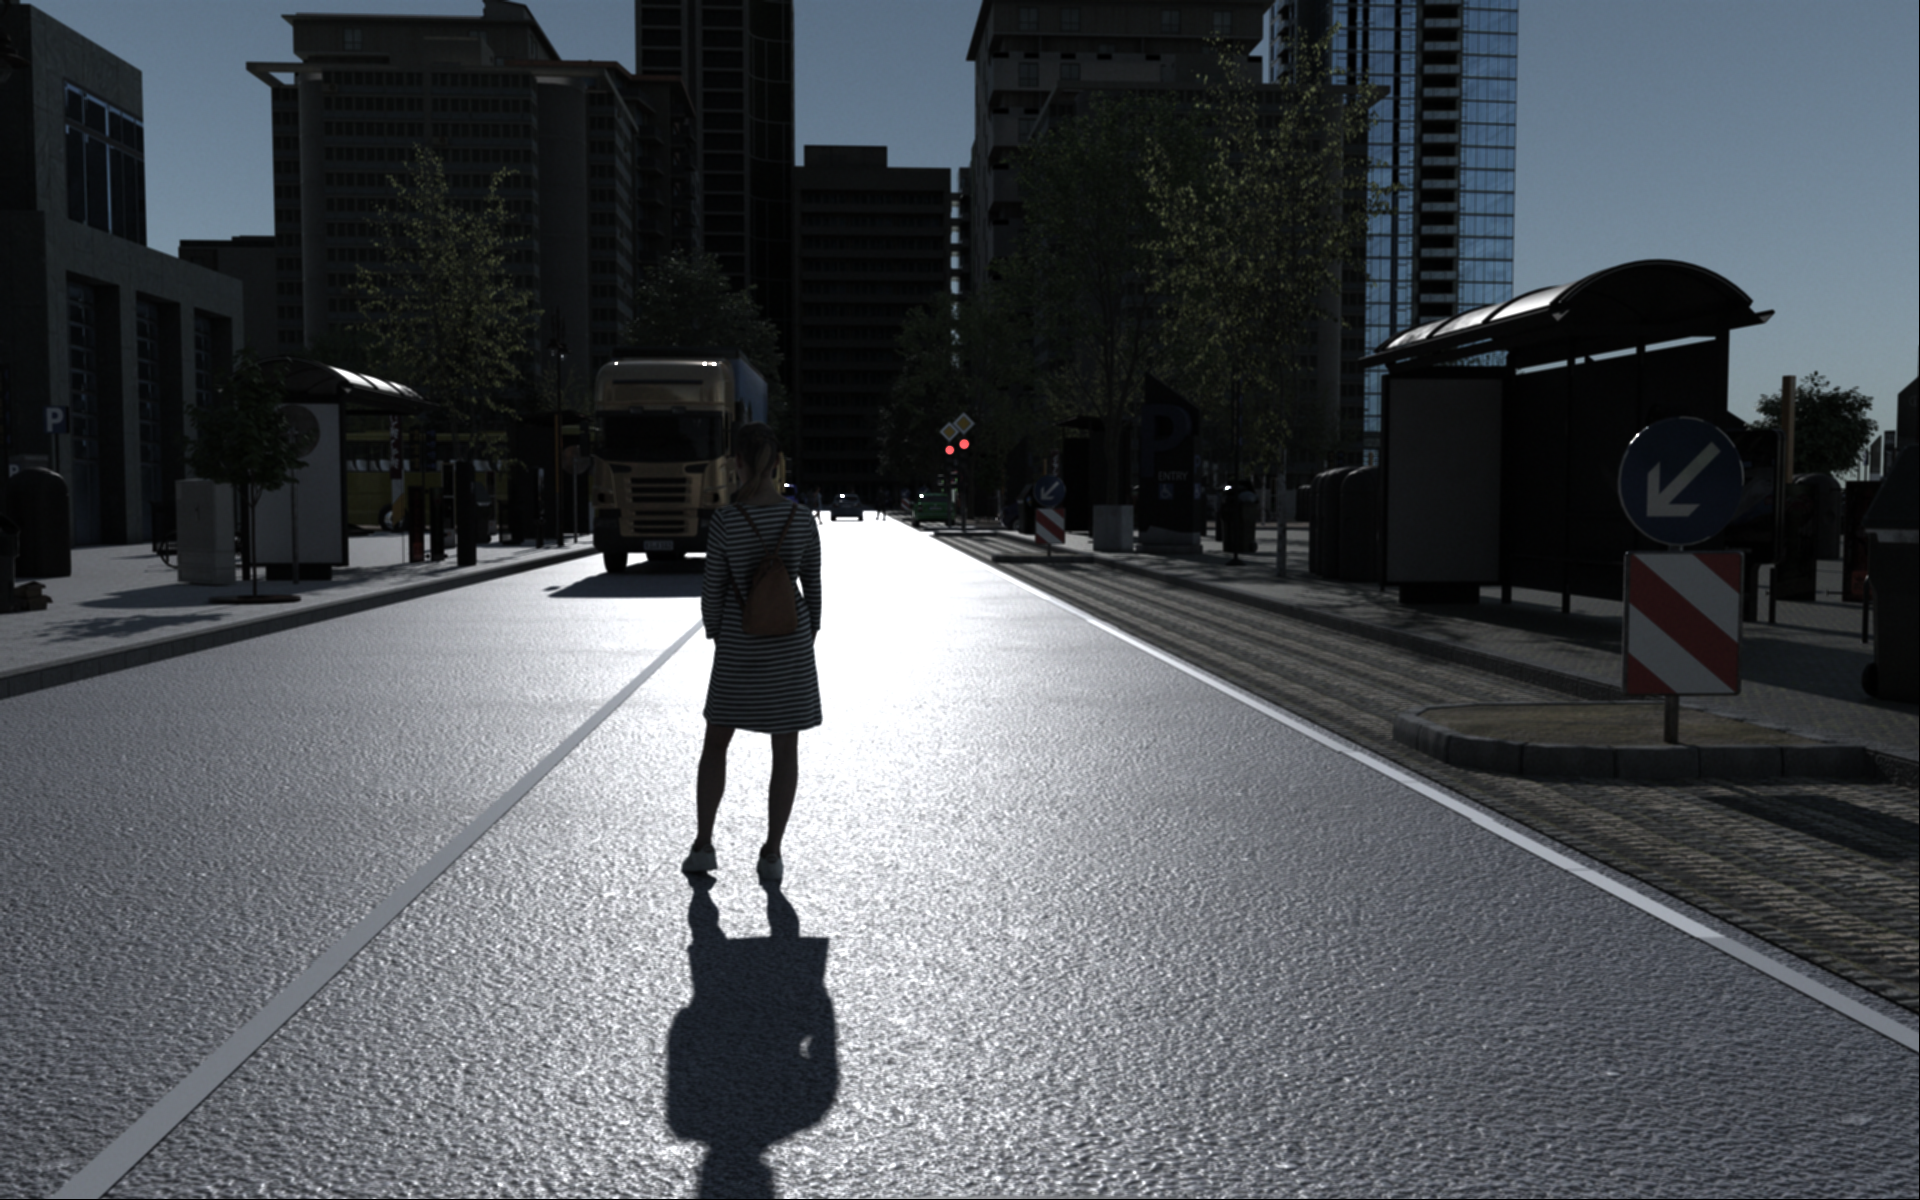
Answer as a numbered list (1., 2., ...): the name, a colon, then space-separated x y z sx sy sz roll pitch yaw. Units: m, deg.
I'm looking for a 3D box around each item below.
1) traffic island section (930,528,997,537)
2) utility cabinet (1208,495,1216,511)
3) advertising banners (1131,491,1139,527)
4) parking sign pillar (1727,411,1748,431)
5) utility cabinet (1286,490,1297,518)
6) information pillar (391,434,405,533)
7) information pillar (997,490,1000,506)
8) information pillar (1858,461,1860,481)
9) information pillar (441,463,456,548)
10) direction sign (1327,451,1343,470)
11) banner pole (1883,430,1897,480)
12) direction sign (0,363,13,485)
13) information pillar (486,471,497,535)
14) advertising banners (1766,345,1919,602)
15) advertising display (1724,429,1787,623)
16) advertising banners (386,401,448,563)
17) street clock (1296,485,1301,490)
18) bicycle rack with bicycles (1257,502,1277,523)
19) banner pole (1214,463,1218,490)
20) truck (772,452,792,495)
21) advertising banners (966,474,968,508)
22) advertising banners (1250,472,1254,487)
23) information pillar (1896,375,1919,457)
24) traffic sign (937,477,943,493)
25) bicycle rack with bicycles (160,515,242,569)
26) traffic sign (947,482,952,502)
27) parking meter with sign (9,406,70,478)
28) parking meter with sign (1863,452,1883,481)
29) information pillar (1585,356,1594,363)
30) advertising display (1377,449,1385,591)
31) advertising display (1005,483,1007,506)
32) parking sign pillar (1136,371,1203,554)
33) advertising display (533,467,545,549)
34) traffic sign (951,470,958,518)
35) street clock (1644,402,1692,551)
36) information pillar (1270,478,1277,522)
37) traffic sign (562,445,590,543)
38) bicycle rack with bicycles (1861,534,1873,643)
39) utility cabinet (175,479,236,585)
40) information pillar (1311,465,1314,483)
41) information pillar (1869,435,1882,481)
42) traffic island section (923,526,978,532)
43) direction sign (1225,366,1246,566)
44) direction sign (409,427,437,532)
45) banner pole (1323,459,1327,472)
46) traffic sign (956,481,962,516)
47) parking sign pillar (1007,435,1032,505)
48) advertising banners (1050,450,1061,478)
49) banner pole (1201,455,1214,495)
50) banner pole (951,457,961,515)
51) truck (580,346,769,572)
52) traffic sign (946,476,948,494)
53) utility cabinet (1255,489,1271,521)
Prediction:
1. traffic island section: 0.148 -2.269 59.374 2.009 0.180 2.903 0 4 -4
2. utility cabinet: 14.141 -5.384 99.188 1.020 1.237 0.306 1 4 15
3. advertising banners: 7.500 -4.350 67.310 2.074 3.025 0.090 -1 4 -14
4. parking sign pillar: 22.731 -3.814 50.823 1.447 3.967 1.447 3 5 39
5. utility cabinet: 17.652 -5.090 91.894 1.173 1.500 0.318 1 4 12
6. information pillar: -18.560 -4.023 57.133 0.504 3.616 0.183 2 4 28
7. information pillar: 2.680 -7.348 124.634 0.304 2.012 0.304 -3 5 -39
8. information pillar: 62.597 -7.908 120.657 0.183 3.616 0.504 2 4 35
9. information pillar: -12.144 -2.241 41.129 0.304 2.012 0.304 -1 4 -17
10. direction sign: 19.667 -6.045 90.826 0.876 3.537 0.379 -1 4 -12
11. banner pole: 32.301 -4.280 59.993 0.401 3.779 0.863 -1 4 -19
12. direction sign: -16.665 -2.341 30.274 0.379 3.537 0.876 -3 5 -40
13. information pillar: -14.658 -3.038 54.168 0.304 2.012 0.304 -1 4 -11
14. advertising banners: 10.736 -1.488 20.525 2.074 3.025 0.090 1 4 23
15. advertising display: 7.947 -0.758 17.602 0.123 1.923 0.974 -1 4 -21
16. advertising banners: -10.194 -2.220 32.477 0.090 3.025 2.074 1 4 13
17. street clock: 25.808 -7.791 131.956 0.471 2.002 0.358 1 4 13
18. bicycle rack with bicycles: 12.985 -3.930 77.642 2.925 0.926 2.852 -1 4 -14
19. banner pole: 17.853 -8.080 122.126 0.863 3.779 0.401 -1 4 -22
20. truck: -8.979 -4.860 75.382 3.469 3.379 9.791 0 4 -5
21. advertising banners: 0.411 -5.868 92.125 0.090 3.025 2.074 0 4 4
22. advertising banners: 23.951 -8.751 139.269 2.074 3.025 0.090 -3 5 -42
23. information pillar: 18.310 -2.571 33.383 0.183 3.616 0.504 -3 4 -37
24. traffic sign: -1.304 -7.372 120.636 0.768 2.556 0.104 0 4 4
25. bicycle rack with bicycles: -13.012 -1.093 31.249 2.925 0.926 2.852 -2 4 -32
26. traffic sign: -0.571 -7.226 118.155 0.884 2.594 0.081 0 4 -1
27. parking meter with sign: -18.066 -2.278 33.506 0.543 3.016 1.738 1 4 14
28. parking meter with sign: 38.459 -4.623 71.846 1.738 3.016 0.543 1 4 15
29. information pillar: 10.591 -2.291 28.810 0.504 3.616 0.183 2 4 32
30. advertising display: 5.995 -1.078 22.835 0.974 1.923 0.123 0 4 -4
31. advertising display: 2.540 -4.700 82.061 0.974 1.923 0.123 3 4 37
32. parking sign pillar: 4.544 -2.997 37.477 1.447 3.967 1.447 2 4 32
33. advertising display: -9.967 -2.191 41.044 0.123 1.923 0.974 0 4 -6
34. traffic sign: -0.245 -5.706 93.393 0.768 2.556 0.104 0 4 3
35. street clock: 5.579 -0.558 13.687 0.358 2.002 0.471 0 4 3
36. information pillar: 14.442 -4.581 79.395 0.304 2.012 0.304 -3 5 -43
37. traffic sign: -10.050 -2.758 45.207 0.768 2.556 0.104 0 4 -1
38. bicycle rack with bicycles: 8.817 -0.081 14.707 2.925 0.926 2.852 -2 4 -34
39. utility cabinet: -10.697 -0.969 24.518 1.173 1.500 0.318 3 5 42
40. information pillar: 28.380 -9.061 139.502 0.183 3.616 0.504 0 4 -2
41. information pillar: 36.554 -4.760 69.184 0.504 3.616 0.183 -1 4 -19
42. traffic island section: -0.392 -2.756 67.341 2.009 0.180 2.903 0 4 -4
43. direction sign: 4.949 -2.384 30.981 0.379 3.537 0.876 1 4 20
44. direction sign: -18.068 -4.057 58.321 0.876 3.537 0.379 -2 4 -28
45. banner pole: 23.396 -7.335 109.947 0.863 3.779 0.401 -2 4 -25
46. traffic sign: -0.225 -6.300 103.109 0.768 2.556 0.104 0 4 1
47. parking sign pillar: 2.736 -5.580 79.706 1.447 3.967 1.447 -3 5 -42
48. advertising banners: 4.274 -4.380 67.806 0.090 3.025 2.074 -3 5 -43
49. banner pole: 15.707 -7.439 111.641 0.863 3.779 0.401 -2 4 -29
50. banner pole: -0.169 -6.977 104.096 0.863 3.779 0.401 1 4 19
51. truck: -5.499 -2.833 35.230 2.839 4.237 11.283 0 4 -2
52. traffic sign: -0.925 -7.402 121.021 0.884 2.594 0.081 0 4 -1
53. utility cabinet: 14.301 -4.485 82.007 1.173 1.500 0.318 2 4 29
